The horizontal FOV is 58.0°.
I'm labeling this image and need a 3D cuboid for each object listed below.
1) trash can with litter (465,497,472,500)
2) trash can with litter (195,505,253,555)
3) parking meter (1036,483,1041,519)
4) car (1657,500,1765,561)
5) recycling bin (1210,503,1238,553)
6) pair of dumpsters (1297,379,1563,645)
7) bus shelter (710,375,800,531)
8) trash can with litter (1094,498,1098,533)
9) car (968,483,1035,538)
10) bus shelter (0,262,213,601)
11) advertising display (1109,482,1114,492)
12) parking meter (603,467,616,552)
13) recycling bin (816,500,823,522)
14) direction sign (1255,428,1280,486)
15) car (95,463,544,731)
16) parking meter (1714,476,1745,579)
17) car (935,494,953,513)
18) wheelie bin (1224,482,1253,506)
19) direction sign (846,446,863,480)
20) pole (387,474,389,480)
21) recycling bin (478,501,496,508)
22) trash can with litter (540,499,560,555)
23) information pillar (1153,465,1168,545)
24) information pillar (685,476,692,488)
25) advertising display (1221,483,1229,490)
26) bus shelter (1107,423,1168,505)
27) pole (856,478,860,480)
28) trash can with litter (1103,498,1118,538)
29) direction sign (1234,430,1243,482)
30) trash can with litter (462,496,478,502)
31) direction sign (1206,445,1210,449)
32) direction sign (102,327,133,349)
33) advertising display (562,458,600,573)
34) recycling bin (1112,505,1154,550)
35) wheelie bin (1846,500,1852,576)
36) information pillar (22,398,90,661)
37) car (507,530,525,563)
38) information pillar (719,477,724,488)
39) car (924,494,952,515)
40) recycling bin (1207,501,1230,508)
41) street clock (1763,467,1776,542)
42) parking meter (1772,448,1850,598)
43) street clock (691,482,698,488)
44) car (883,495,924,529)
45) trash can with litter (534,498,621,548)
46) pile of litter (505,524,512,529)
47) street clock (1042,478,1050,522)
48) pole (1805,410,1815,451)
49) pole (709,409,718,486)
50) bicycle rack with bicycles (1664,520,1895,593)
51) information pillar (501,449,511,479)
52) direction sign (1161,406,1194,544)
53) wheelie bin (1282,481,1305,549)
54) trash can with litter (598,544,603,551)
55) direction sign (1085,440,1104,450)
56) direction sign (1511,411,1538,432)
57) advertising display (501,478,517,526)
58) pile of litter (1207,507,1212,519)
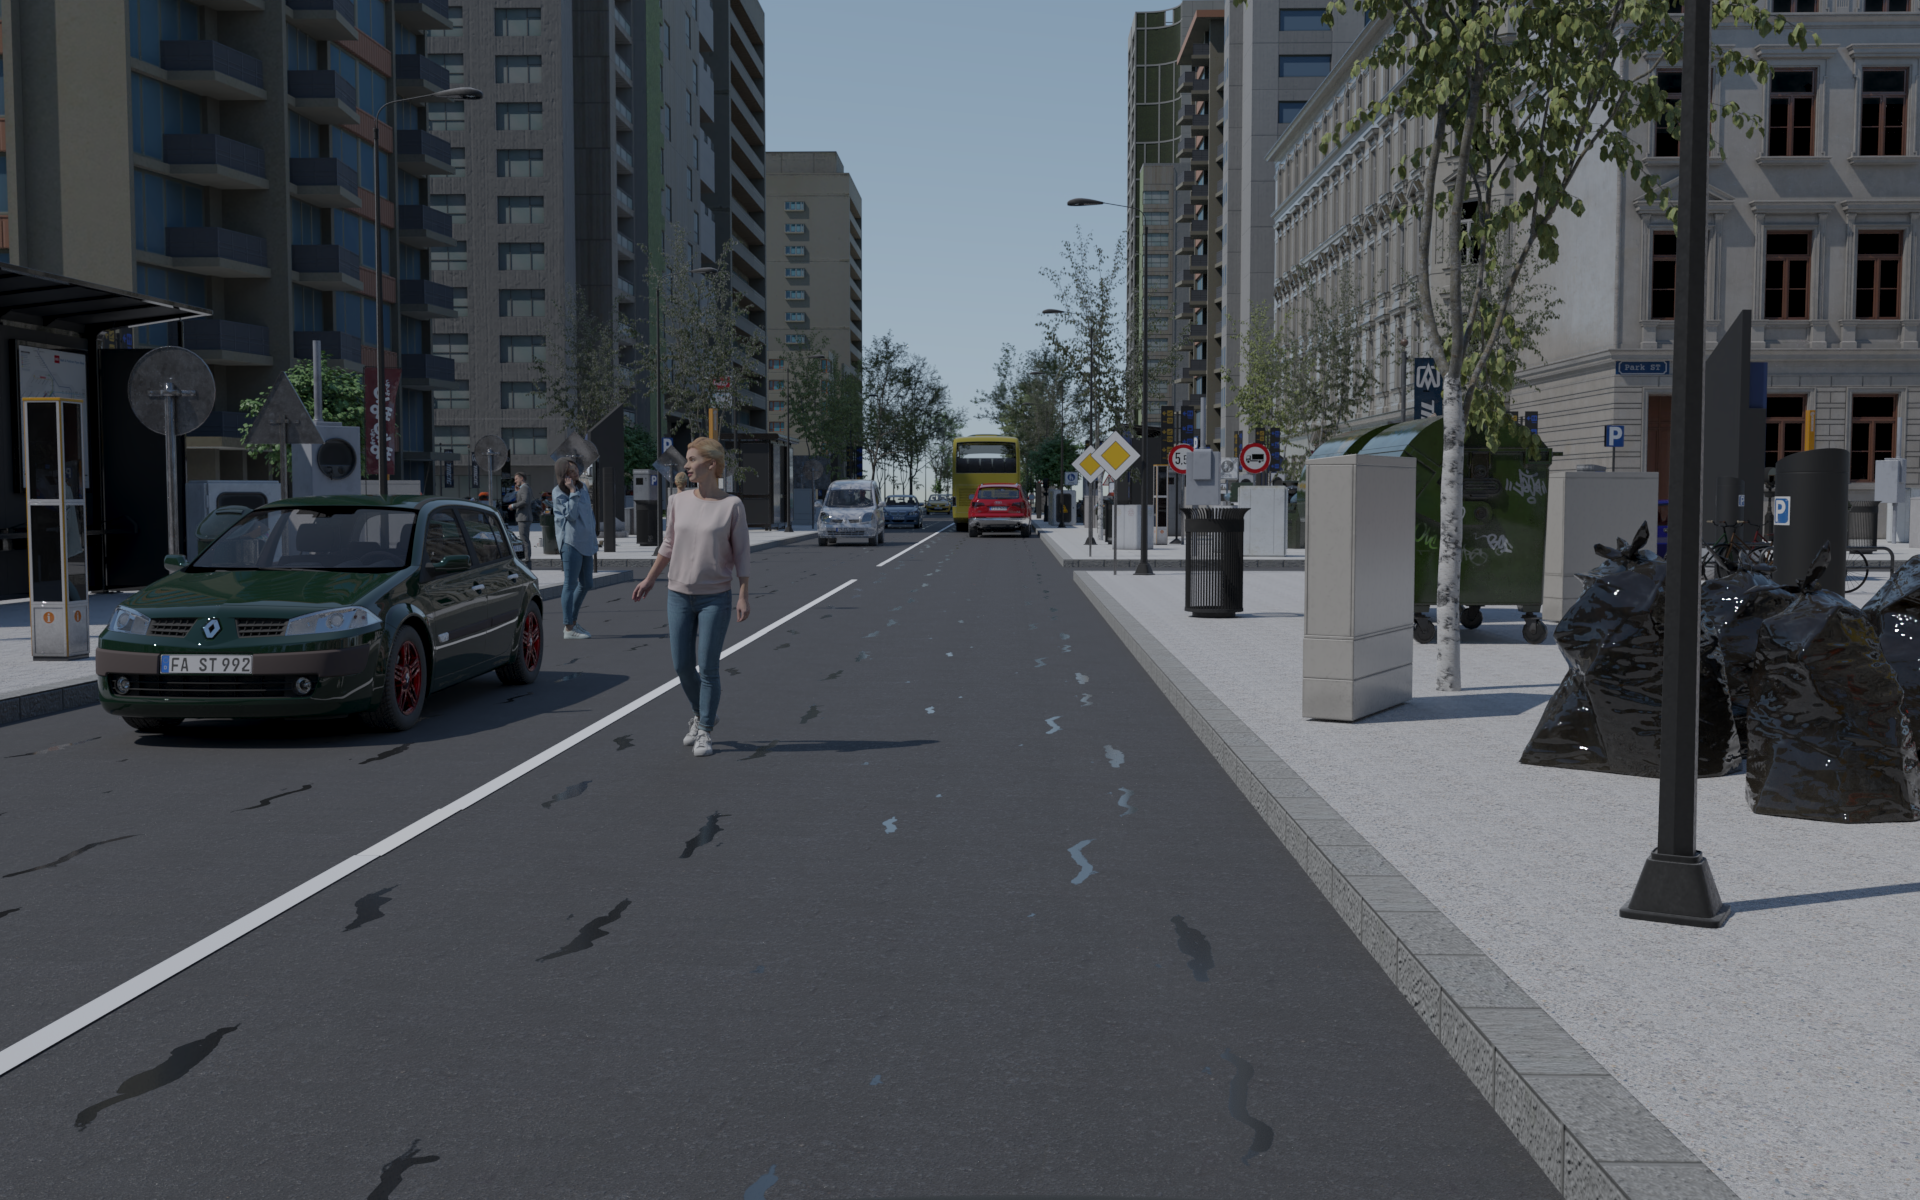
[{"bbox_3d":[-20.053,-3.687,71.663,0.624,1.170,1.055,3,4,37],"label":"trash can with litter"},{"bbox_3d":[-7.053,-0.318,16.579,0.624,1.170,1.055,0,4,0],"label":"trash can with litter"},{"bbox_3d":[4.111,-5.167,90.191,0.255,1.863,0.399,0,4,3],"label":"parking meter"},{"bbox_3d":[12.482,-1.169,31.690,3.894,1.354,1.945,0,4,2],"label":"car"},{"bbox_3d":[6.012,-1.542,37.764,0.722,1.027,0.722,-2,4,-24],"label":"recycling bin"},{"bbox_3d":[4.418,-0.872,16.755,1.574,2.255,4.437,0,4,1],"label":"pair of dumpsters"},{"bbox_3d":[-7.246,-5.094,60.911,2.179,5.291,8.768,0,4,2],"label":"bus shelter"},{"bbox_3d":[4.883,-2.725,55.933,1.055,1.170,0.624,-1,4,-9],"label":"trash can with litter"},{"bbox_3d":[1.391,-3.060,58.708,2.281,1.827,5.304,0,4,3],"label":"car"},{"bbox_3d":[-10.507,-1.709,19.227,1.731,3.624,6.357,0,4,2],"label":"bus shelter"},{"bbox_3d":[8.256,-5.227,90.677,0.974,1.923,0.123,1,4,22],"label":"advertising display"},{"bbox_3d":[-7.741,-1.989,38.236,0.255,1.863,0.399,-1,4,-10],"label":"parking meter"},{"bbox_3d":[-6.807,-4.140,80.241,0.722,1.027,0.722,-1,4,-22],"label":"recycling bin"},{"bbox_3d":[10.476,-4.102,59.057,0.876,3.537,0.379,-1,4,-9],"label":"direction sign"},{"bbox_3d":[-4.126,-0.118,11.723,2.009,1.686,4.222,0,4,3],"label":"car"},{"bbox_3d":[11.095,-1.013,24.978,0.372,1.533,0.369,0,3,0],"label":"parking meter"},{"bbox_3d":[-0.962,-7.540,135.079,2.131,1.459,4.920,0,4,2],"label":"car"},{"bbox_3d":[7.580,-2.365,46.578,0.980,1.594,0.693,1,4,16],"label":"wheelie bin"},{"bbox_3d":[-4.984,-5.503,81.974,0.876,3.537,0.379,2,4,27],"label":"direction sign"},{"bbox_3d":[-11.950,-2.579,36.007,0.158,3.312,0.155,0,3,0],"label":"pole"},{"bbox_3d":[-18.077,-3.244,65.586,0.722,1.027,0.722,2,4,31],"label":"recycling bin"},{"bbox_3d":[-8.380,-1.554,36.790,1.055,1.170,0.624,0,4,-1],"label":"trash can with litter"},{"bbox_3d":[5.044,-2.388,43.531,0.304,2.012,0.304,-1,4,-9],"label":"information pillar"},{"bbox_3d":[-11.303,-4.063,70.929,0.304,2.012,0.304,-2,4,-28],"label":"information pillar"},{"bbox_3d":[14.767,-5.698,98.375,0.974,1.923,0.123,1,4,11],"label":"advertising display"},{"bbox_3d":[6.167,-4.213,60.169,1.731,3.624,6.357,0,4,1],"label":"bus shelter"},{"bbox_3d":[-6.355,-6.985,108.042,0.158,3.312,0.155,0,3,0],"label":"pole"},{"bbox_3d":[4.742,-2.403,50.671,1.055,1.170,0.624,2,4,24],"label":"trash can with litter"},{"bbox_3d":[9.950,-4.281,61.985,0.379,3.537,0.876,-1,4,-9],"label":"direction sign"},{"bbox_3d":[-13.907,-2.415,50.536,2.233,1.210,1.678,-1,4,-21],"label":"trash can with litter"},{"bbox_3d":[11.001,-5.333,79.194,0.876,3.537,0.379,0,4,-5],"label":"direction sign"},{"bbox_3d":[-11.106,-1.892,22.926,0.379,3.537,0.876,0,4,-3],"label":"direction sign"},{"bbox_3d":[-6.256,-1.418,28.406,0.974,1.923,0.123,3,5,41],"label":"advertising display"},{"bbox_3d":[4.006,-1.685,40.098,0.722,1.027,0.722,3,5,39],"label":"recycling bin"},{"bbox_3d":[12.774,-1.090,25.722,0.693,1.594,0.980,0,4,6],"label":"wheelie bin"},{"bbox_3d":[-6.968,-0.543,13.368,0.304,2.012,0.304,0,4,4],"label":"information pillar"},{"bbox_3d":[-9.815,-1.264,30.451,4.222,1.686,2.009,0,4,3],"label":"car"},{"bbox_3d":[-12.683,-6.161,92.079,0.183,3.616,0.504,-3,4,-36],"label":"information pillar"},{"bbox_3d":[-1.520,-6.835,121.975,2.015,1.641,3.980,0,4,0],"label":"car"},{"bbox_3d":[9.031,-2.934,60.522,0.722,1.027,0.722,2,4,33],"label":"recycling bin"},{"bbox_3d":[21.887,-2.584,46.816,0.471,2.002,0.358,-2,4,-24],"label":"street clock"},{"bbox_3d":[4.787,-0.083,9.770,0.372,1.533,0.369,0,3,0],"label":"parking meter"},{"bbox_3d":[-12.778,-4.860,84.027,0.471,2.002,0.358,-1,4,-17],"label":"street clock"},{"bbox_3d":[-2.501,-3.756,73.419,2.014,1.417,4.499,0,4,1],"label":"car"},{"bbox_3d":[-9.457,-1.916,42.391,2.233,1.210,1.678,0,4,-7],"label":"trash can with litter"},{"bbox_3d":[-17.194,-2.993,62.908,1.719,0.858,1.176,0,4,-4],"label":"pile of litter"},{"bbox_3d":[3.968,-4.600,79.785,0.358,2.002,0.471,1,4,17],"label":"street clock"},{"bbox_3d":[20.653,-2.954,42.147,0.158,3.312,0.155,0,3,0],"label":"pole"},{"bbox_3d":[-5.885,-2.910,41.416,0.158,3.312,0.155,0,3,0],"label":"pole"},{"bbox_3d":[10.771,-0.588,23.002,2.925,0.926,2.852,0,4,-4],"label":"bicycle rack with bicycles"},{"bbox_3d":[-23.373,-5.988,89.263,0.504,3.616,0.183,-1,4,-21],"label":"information pillar"},{"bbox_3d":[5.581,-3.214,44.542,0.876,3.537,0.379,-1,4,-11],"label":"direction sign"},{"bbox_3d":[7.868,-2.003,40.660,0.980,1.594,0.693,3,5,41],"label":"wheelie bin"},{"bbox_3d":[-8.624,-1.688,38.989,0.624,1.170,1.055,3,5,41],"label":"trash can with litter"},{"bbox_3d":[5.642,-4.943,72.810,0.876,3.537,0.379,-2,4,-24],"label":"direction sign"},{"bbox_3d":[15.334,-3.388,47.386,0.876,3.537,0.379,0,4,3],"label":"direction sign"},{"bbox_3d":[-18.107,-3.964,70.019,0.974,1.923,0.123,1,4,22],"label":"advertising display"},{"bbox_3d":[8.144,-2.751,58.948,1.176,0.858,1.719,0,4,5],"label":"pile of litter"}]
